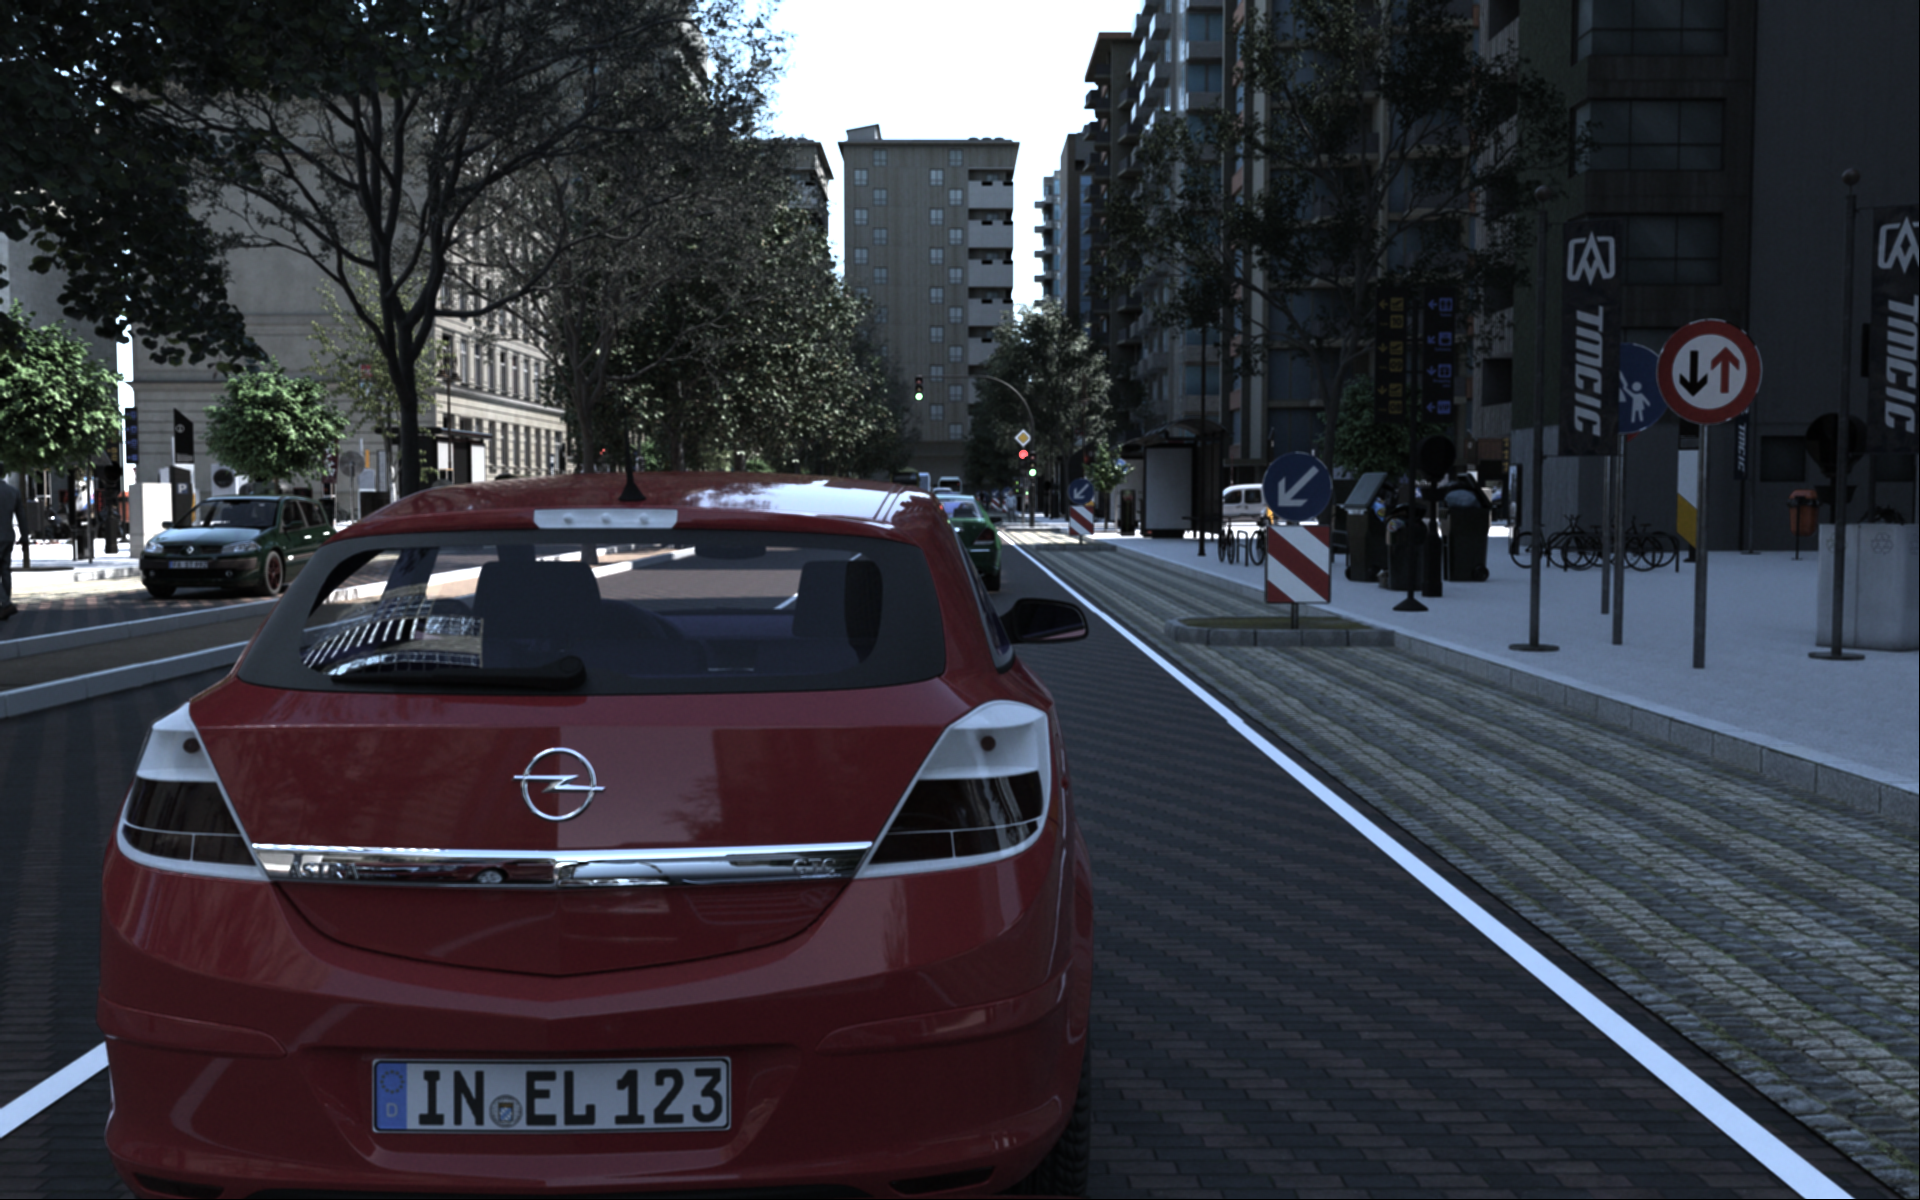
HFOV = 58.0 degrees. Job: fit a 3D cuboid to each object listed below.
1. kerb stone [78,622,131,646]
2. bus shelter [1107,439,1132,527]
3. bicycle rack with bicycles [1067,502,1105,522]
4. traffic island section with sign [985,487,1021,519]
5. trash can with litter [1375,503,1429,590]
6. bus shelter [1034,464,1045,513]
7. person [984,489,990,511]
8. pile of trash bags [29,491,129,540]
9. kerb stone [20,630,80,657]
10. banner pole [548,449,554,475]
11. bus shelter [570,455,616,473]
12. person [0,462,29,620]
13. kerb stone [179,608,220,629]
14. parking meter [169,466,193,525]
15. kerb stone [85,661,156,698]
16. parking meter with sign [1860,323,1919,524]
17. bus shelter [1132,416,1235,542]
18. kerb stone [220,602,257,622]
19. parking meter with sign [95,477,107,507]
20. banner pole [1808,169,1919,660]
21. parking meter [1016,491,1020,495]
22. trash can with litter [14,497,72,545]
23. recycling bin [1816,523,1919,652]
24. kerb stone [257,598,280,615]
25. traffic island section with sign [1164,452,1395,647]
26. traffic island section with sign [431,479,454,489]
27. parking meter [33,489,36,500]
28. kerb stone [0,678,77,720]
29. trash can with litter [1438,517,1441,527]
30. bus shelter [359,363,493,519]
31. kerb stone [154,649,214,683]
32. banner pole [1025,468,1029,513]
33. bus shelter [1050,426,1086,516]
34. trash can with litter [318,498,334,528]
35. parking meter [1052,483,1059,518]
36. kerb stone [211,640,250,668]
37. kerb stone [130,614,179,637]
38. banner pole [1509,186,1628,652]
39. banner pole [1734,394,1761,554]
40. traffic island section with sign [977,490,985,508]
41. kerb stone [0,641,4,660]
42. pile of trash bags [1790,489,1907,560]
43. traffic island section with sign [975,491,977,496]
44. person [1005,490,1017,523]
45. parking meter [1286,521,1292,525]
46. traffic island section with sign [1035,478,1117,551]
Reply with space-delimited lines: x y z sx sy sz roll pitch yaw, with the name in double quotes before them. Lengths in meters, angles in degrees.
"kerb stone" -8.294 0.339 16.660 0.120 0.150 1.000 0 4 0
"bus shelter" 6.528 -4.314 64.453 2.014 3.302 5.546 0 4 0
"bicycle rack with bicycles" 6.431 -4.078 80.054 2.925 0.926 2.852 -2 4 -34
"traffic island section with sign" 2.607 -5.545 99.292 1.989 1.847 2.006 0 4 0
"trash can with litter" 5.863 -0.727 23.272 0.624 1.170 1.055 0 4 -8
"bus shelter" 6.194 -8.991 124.631 2.179 5.291 8.768 0 4 0
"person" 2.095 -7.629 133.409 0.419 1.800 0.721 2 4 28
"pile of trash bags" -24.969 -2.459 49.962 1.912 1.369 3.447 1 4 12
"kerb stone" -8.278 0.401 15.635 0.120 0.150 1.000 0 4 0
"banner pole" -22.582 -6.462 95.666 0.401 3.779 0.863 1 4 14
"bus shelter" -16.445 -5.277 80.198 2.014 3.302 5.546 0 4 0
"person" -11.071 -0.688 19.868 0.853 1.813 0.709 1 4 20
"kerb stone" -8.298 0.213 18.714 0.120 0.150 1.000 0 4 0
"parking meter" -16.157 -1.850 35.954 0.399 1.863 0.255 -3 5 -41
"kerb stone" -6.165 0.586 12.616 0.120 0.150 1.000 0 4 0
"parking meter with sign" 9.947 -1.282 17.230 0.543 3.016 1.738 -3 5 -41
"bus shelter" 6.127 -3.299 47.858 2.014 3.302 5.546 0 3 0
"kerb stone" -8.299 0.151 19.736 0.120 0.150 1.000 0 4 0
"parking meter with sign" -73.467 -9.279 147.964 0.543 3.016 1.738 -3 5 -40
"banner pole" 7.051 -1.425 13.312 0.863 3.779 0.401 2 4 32
"parking meter" 4.553 -7.821 136.283 0.372 1.533 0.369 0 3 0
"trash can with litter" -23.096 -1.999 43.740 2.233 1.210 1.678 1 4 8
"recycling bin" 7.702 -0.120 14.508 0.722 1.027 0.722 -3 4 -36
"kerb stone" -8.303 0.090 20.760 0.120 0.150 1.000 0 4 0
"traffic island section with sign" 3.066 -0.517 17.089 1.989 1.847 2.006 0 4 0
"traffic island section with sign" -13.301 -2.176 44.204 1.989 1.847 2.006 0 4 0
"parking meter" -42.773 -4.374 79.920 0.372 1.533 0.369 0 3 0
"kerb stone" -6.155 0.649 11.586 0.120 0.150 1.000 0 4 0
"trash can with litter" 17.032 -3.236 63.963 2.233 1.210 1.678 -2 4 -25
"bus shelter" -17.243 -4.768 55.596 2.179 5.291 8.768 0 3 0
"kerb stone" -6.171 0.529 13.641 0.120 0.150 1.000 0 4 0
"banner pole" 4.554 -7.766 116.997 0.401 3.779 0.863 -2 4 -23
"bus shelter" 6.388 -7.494 100.160 2.179 5.291 8.768 0 4 0
"trash can with litter" -20.190 -2.663 54.926 0.624 1.170 1.055 -2 4 -26
"parking meter" 5.061 -5.253 91.599 0.255 1.863 0.399 -2 4 -25
"kerb stone" -6.187 0.465 14.669 0.120 0.150 1.000 0 4 0
"kerb stone" -8.289 0.276 17.682 0.120 0.150 1.000 0 4 0
"banner pole" 4.934 -1.471 14.060 0.863 3.779 0.401 2 4 31
"banner pole" 16.893 -2.887 37.216 0.401 3.779 0.863 -1 4 -13
"traffic island section with sign" 2.463 -7.225 126.762 1.989 1.847 2.006 0 4 0
"kerb stone" -8.282 0.464 14.613 0.120 0.150 1.000 0 4 0
"pile of trash bags" 17.448 -1.414 32.879 1.912 1.369 3.447 -3 5 -41
"traffic island section with sign" 2.184 -10.294 176.935 1.989 1.847 2.006 0 4 0
"person" 2.390 -4.345 81.348 0.589 1.601 0.330 1 4 14
"parking meter" 10.255 -2.752 53.412 0.372 1.533 0.369 0 3 0
"traffic island section with sign" 2.918 -2.166 44.044 1.989 1.847 2.006 0 4 0
